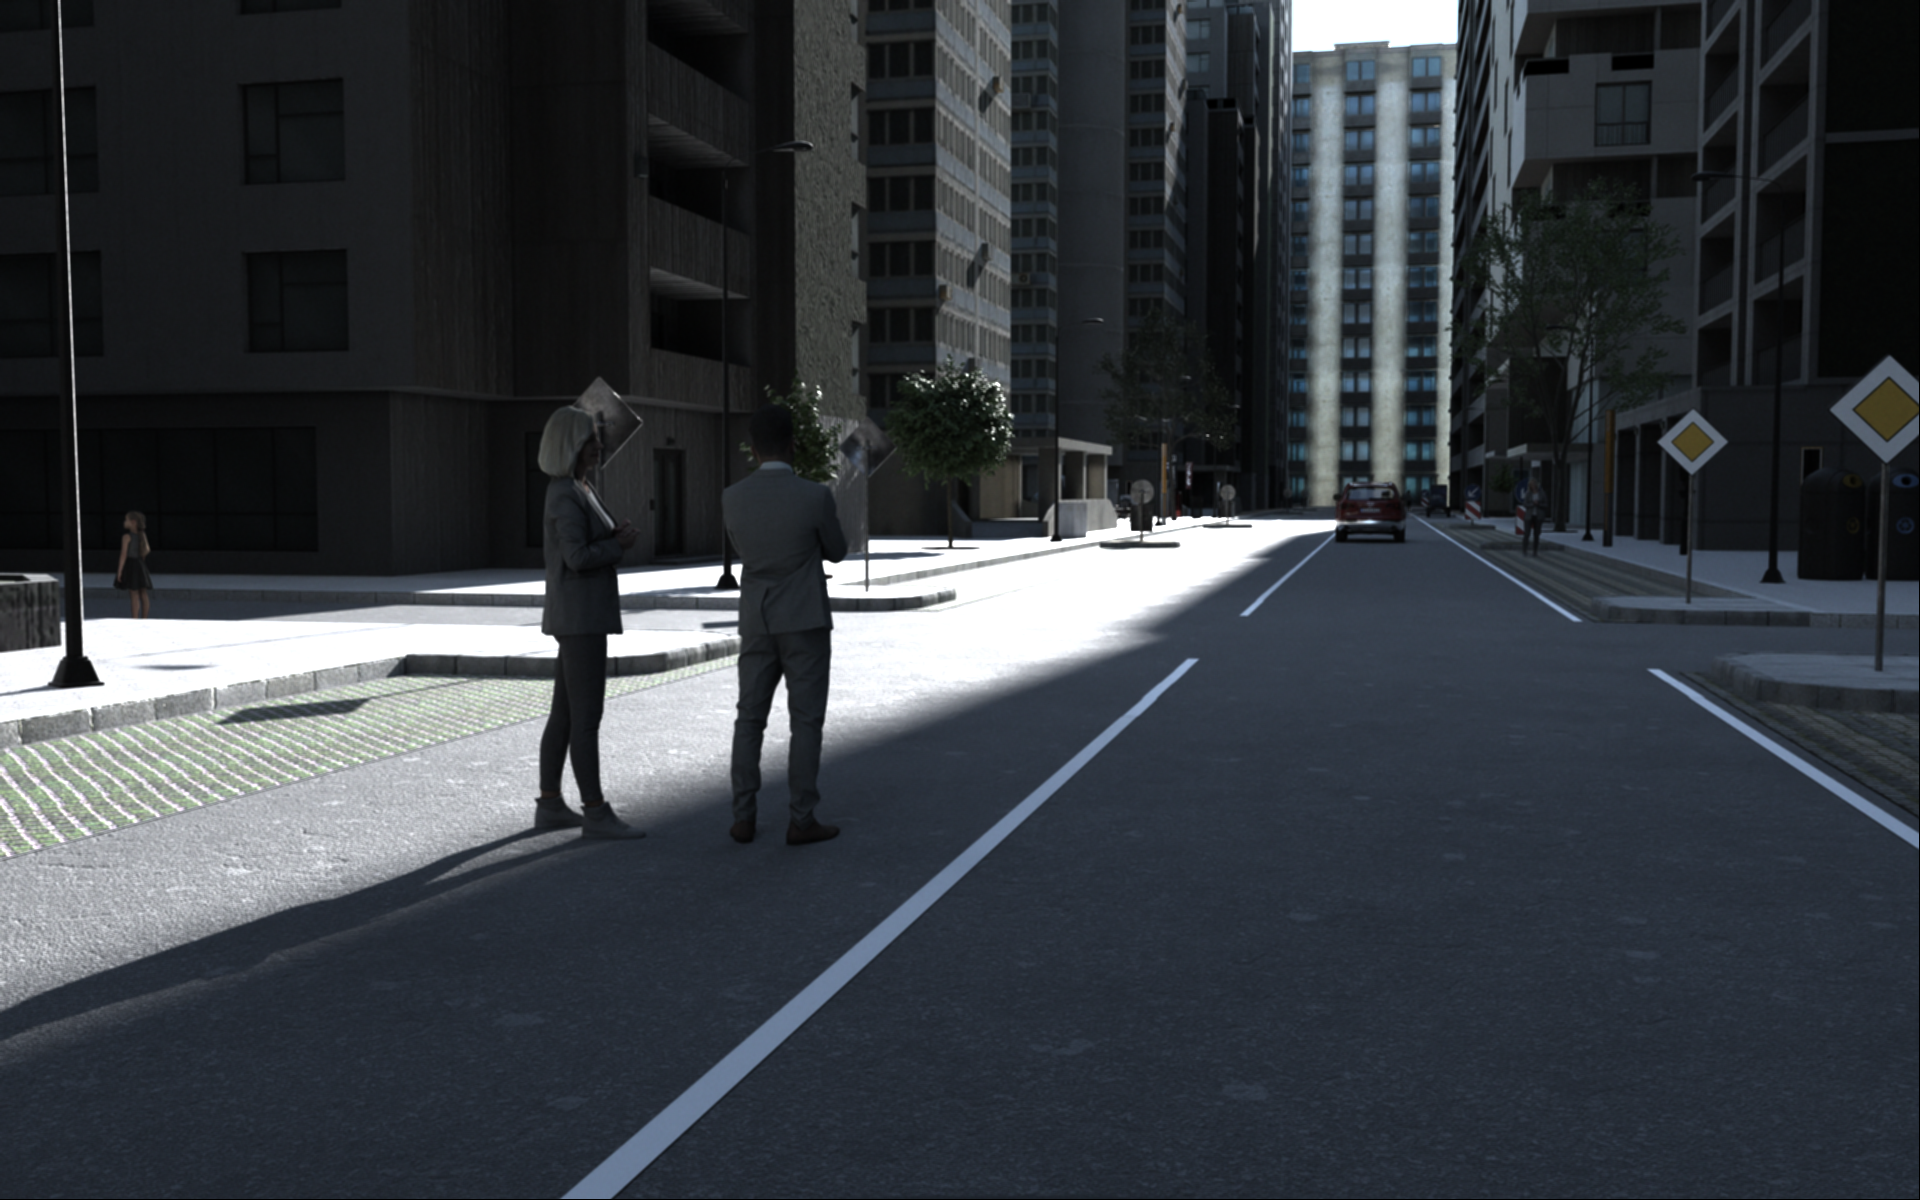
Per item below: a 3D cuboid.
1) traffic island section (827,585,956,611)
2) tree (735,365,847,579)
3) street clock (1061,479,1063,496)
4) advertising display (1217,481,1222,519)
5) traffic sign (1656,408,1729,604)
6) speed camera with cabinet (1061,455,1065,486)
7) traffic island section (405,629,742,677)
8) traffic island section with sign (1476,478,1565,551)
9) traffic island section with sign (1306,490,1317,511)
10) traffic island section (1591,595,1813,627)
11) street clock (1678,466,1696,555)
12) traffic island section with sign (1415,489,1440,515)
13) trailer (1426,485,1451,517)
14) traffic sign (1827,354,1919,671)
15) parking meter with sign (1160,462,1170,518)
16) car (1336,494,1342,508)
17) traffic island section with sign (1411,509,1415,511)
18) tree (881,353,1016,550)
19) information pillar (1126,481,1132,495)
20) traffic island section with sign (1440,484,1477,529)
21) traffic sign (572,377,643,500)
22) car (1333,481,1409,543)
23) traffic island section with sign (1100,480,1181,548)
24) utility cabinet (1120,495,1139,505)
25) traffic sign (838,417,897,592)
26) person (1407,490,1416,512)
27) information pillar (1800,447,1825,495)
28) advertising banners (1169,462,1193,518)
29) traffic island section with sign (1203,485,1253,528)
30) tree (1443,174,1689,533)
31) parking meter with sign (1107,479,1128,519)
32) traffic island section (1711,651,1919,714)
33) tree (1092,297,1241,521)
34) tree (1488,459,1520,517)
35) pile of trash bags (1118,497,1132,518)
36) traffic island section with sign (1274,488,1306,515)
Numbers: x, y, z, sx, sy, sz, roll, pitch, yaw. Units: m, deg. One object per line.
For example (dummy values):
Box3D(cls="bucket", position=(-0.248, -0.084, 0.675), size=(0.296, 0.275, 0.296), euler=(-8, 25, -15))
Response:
Box3D(cls="traffic island section", position=(-1.241, -0.026, 22.703), size=(2.009, 0.180, 2.903), euler=(1, 4, 14))
Box3D(cls="tree", position=(-2.571, -1.932, 26.184), size=(1.663, 3.219, 1.824), euler=(0, 3, 0))
Box3D(cls="street clock", position=(4.646, -4.695, 81.331), size=(0.358, 2.002, 0.471), euler=(2, 4, 24))
Box3D(cls="advertising display", position=(13.293, -5.108, 88.729), size=(0.123, 1.923, 0.974), euler=(0, 4, 2))
Box3D(cls="traffic sign", position=(8.542, -1.016, 20.257), size=(0.795, 2.450, 0.064), euler=(1, 4, 14))
Box3D(cls="speed camera with cabinet", position=(5.837, -5.697, 87.489), size=(2.038, 3.252, 0.660), euler=(1, 4, 18))
Box3D(cls="traffic island section", position=(-3.123, 0.449, 14.942), size=(2.009, 0.180, 2.903), euler=(1, 4, 14))
Box3D(cls="traffic island section with sign", position=(14.499, -2.208, 44.727), size=(1.989, 1.847, 2.006), euler=(1, 4, 14))
Box3D(cls="traffic island section with sign", position=(29.675, -8.570, 148.747), size=(1.989, 1.847, 2.006), euler=(1, 4, 14))
Box3D(cls="traffic island section", position=(8.566, 0.119, 20.328), size=(2.009, 0.180, 2.903), euler=(1, 4, 14))
Box3D(cls="street clock", position=(15.308, -1.953, 36.495), size=(0.358, 2.002, 0.471), euler=(1, 4, 12))
Box3D(cls="traffic island section with sign", position=(32.573, -6.764, 119.223), size=(1.989, 1.847, 2.006), euler=(1, 4, 14))
Box3D(cls="trailer", position=(29.863, -6.180, 108.088), size=(1.471, 1.999, 3.904), euler=(1, 4, 15))
Box3D(cls="traffic sign", position=(6.660, -0.541, 12.496), size=(0.795, 2.450, 0.064), euler=(1, 4, 14))
Box3D(cls="parking meter with sign", position=(11.002, -5.934, 93.276), size=(0.543, 3.016, 1.738), euler=(1, 4, 19))
Box3D(cls="car", position=(33.847, -8.703, 151.335), size=(2.155, 1.783, 4.494), euler=(1, 4, 14))
Box3D(cls="traffic island section with sign", position=(38.987, -8.384, 145.701), size=(1.989, 1.847, 2.006), euler=(1, 4, 14))
Box3D(cls="tree", position=(-0.221, -3.477, 40.564), size=(4.285, 4.588, 4.351), euler=(0, 3, 0))
Box3D(cls="information pillar", position=(9.516, -5.693, 97.570), size=(0.304, 2.012, 0.304), euler=(0, 4, 4))
Box3D(cls="traffic island section with sign", position=(20.849, -3.810, 70.927), size=(1.989, 1.847, 2.006), euler=(1, 4, 14))
Box3D(cls="traffic sign", position=(-3.098, -0.687, 14.874), size=(0.795, 2.450, 0.064), euler=(1, 4, 14))
Box3D(cls="car", position=(12.539, -2.704, 52.890), size=(2.281, 1.827, 5.304), euler=(1, 4, 14))
Box3D(cls="traffic island section with sign", position=(4.889, -2.319, 46.537), size=(1.989, 1.847, 2.006), euler=(1, 4, 14))
Box3D(cls="utility cabinet", position=(9.428, -5.215, 96.435), size=(1.020, 1.237, 0.306), euler=(2, 4, 27))
Box3D(cls="traffic sign", position=(-1.216, -1.162, 22.635), size=(0.795, 2.450, 0.064), euler=(1, 4, 14))
Box3D(cls="person", position=(35.693, -7.843, 137.517), size=(0.721, 1.735, 1.217), euler=(-2, 4, -31))
Box3D(cls="information pillar", position=(13.325, -1.384, 27.118), size=(0.304, 2.012, 0.304), euler=(2, 4, 31))
Box3D(cls="advertising banners", position=(11.924, -6.019, 94.595), size=(0.090, 3.025, 2.074), euler=(-3, 5, -43))
Box3D(cls="traffic island section with sign", position=(11.367, -3.955, 73.289), size=(1.989, 1.847, 2.006), euler=(1, 4, 14))
Box3D(cls="tree", position=(20.094, -8.074, 57.768), size=(9.928, 11.665, 9.643), euler=(0, 3, 0))
Box3D(cls="parking meter with sign", position=(7.893, -5.751, 90.288), size=(1.738, 3.016, 0.543), euler=(1, 4, 19))
Box3D(cls="traffic island section", position=(6.684, 0.594, 12.568), size=(2.009, 0.180, 2.903), euler=(1, 4, 14))
Box3D(cls="tree", position=(9.891, -9.048, 82.349), size=(7.601, 10.594, 8.767), euler=(1, 4, 19))
Box3D(cls="tree", position=(29.967, -6.165, 95.405), size=(1.663, 3.219, 1.824), euler=(0, 3, 0))
Box3D(cls="pile of trash bags", position=(8.300, -5.131, 93.645), size=(1.912, 1.369, 3.447), euler=(1, 4, 22))
Box3D(cls="traffic island section with sign", position=(23.083, -6.909, 121.590), size=(1.989, 1.847, 2.006), euler=(1, 4, 14))
